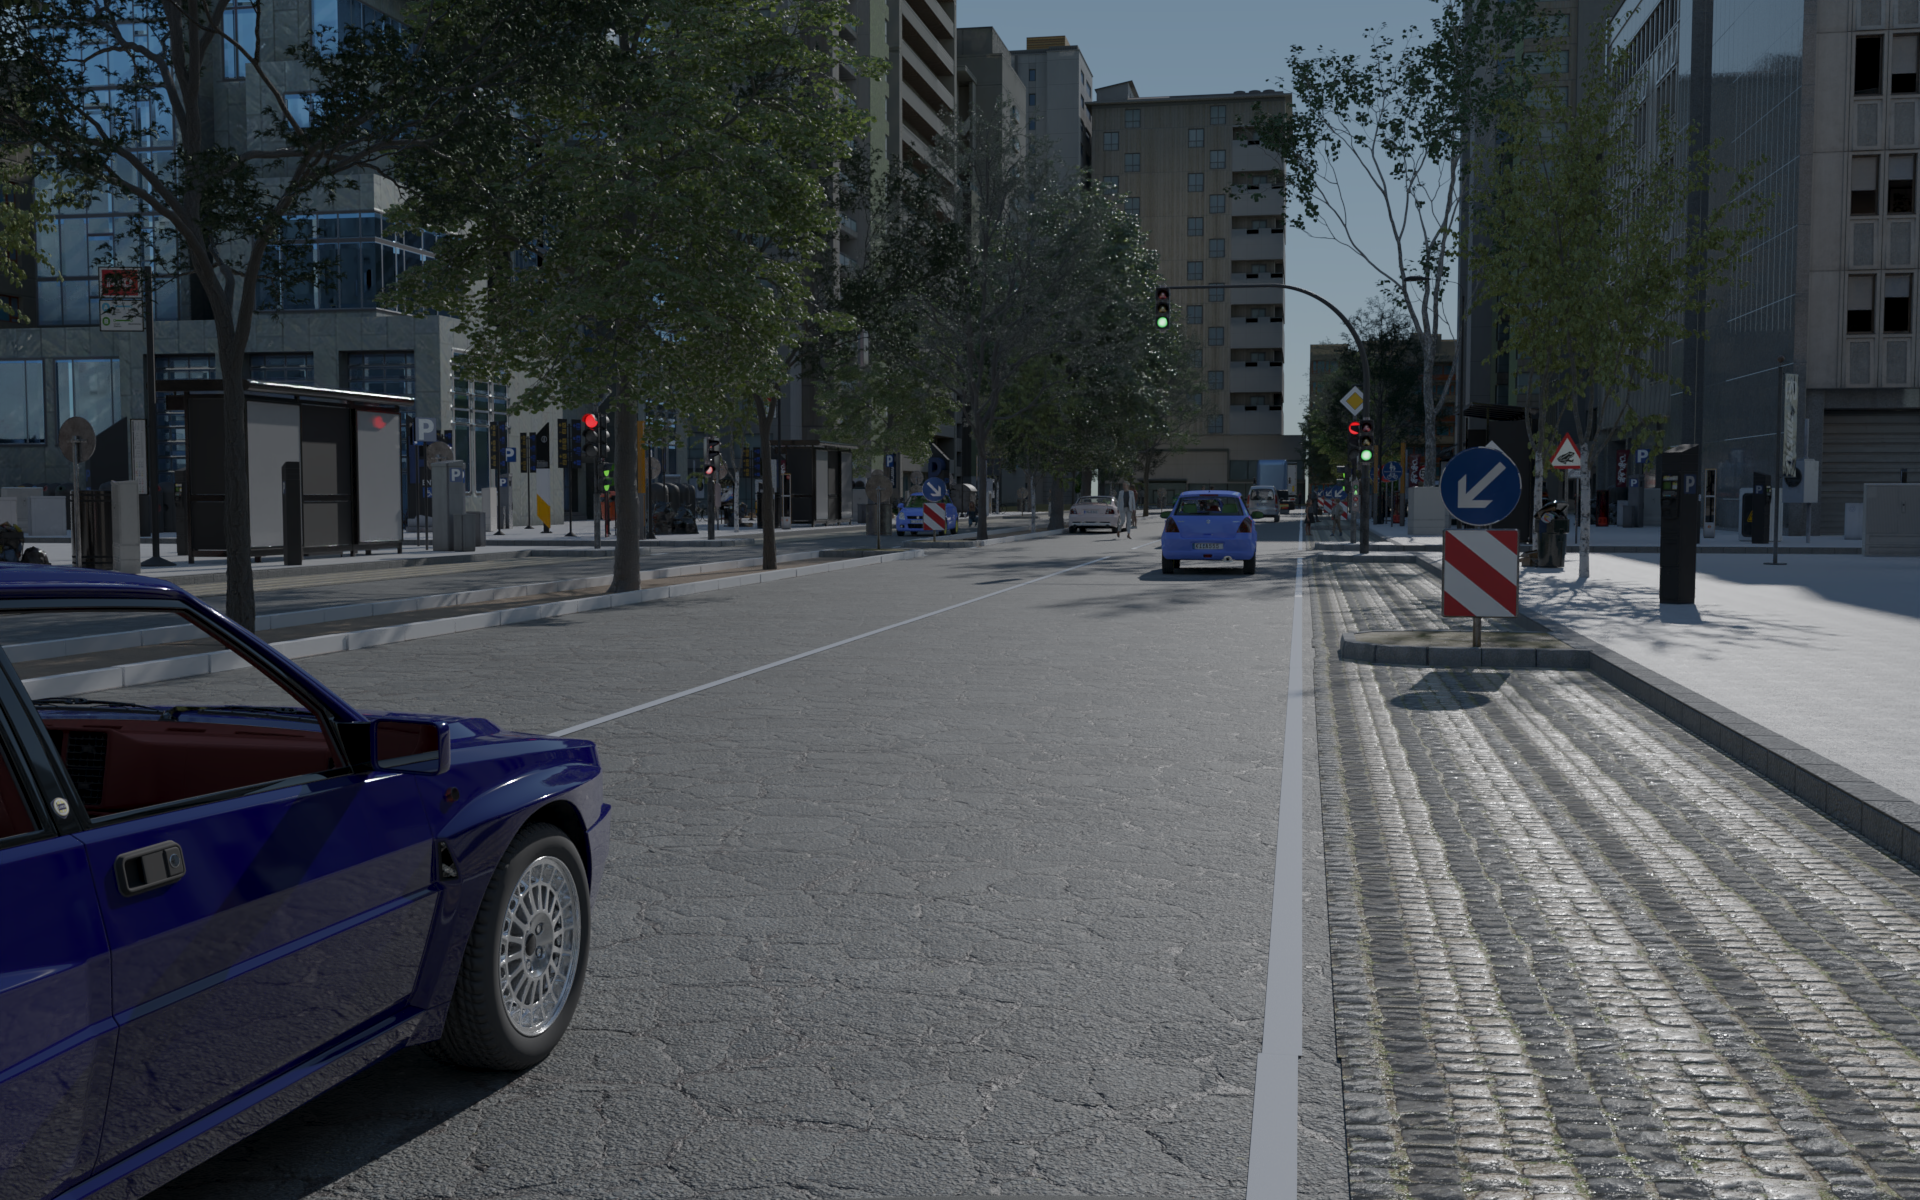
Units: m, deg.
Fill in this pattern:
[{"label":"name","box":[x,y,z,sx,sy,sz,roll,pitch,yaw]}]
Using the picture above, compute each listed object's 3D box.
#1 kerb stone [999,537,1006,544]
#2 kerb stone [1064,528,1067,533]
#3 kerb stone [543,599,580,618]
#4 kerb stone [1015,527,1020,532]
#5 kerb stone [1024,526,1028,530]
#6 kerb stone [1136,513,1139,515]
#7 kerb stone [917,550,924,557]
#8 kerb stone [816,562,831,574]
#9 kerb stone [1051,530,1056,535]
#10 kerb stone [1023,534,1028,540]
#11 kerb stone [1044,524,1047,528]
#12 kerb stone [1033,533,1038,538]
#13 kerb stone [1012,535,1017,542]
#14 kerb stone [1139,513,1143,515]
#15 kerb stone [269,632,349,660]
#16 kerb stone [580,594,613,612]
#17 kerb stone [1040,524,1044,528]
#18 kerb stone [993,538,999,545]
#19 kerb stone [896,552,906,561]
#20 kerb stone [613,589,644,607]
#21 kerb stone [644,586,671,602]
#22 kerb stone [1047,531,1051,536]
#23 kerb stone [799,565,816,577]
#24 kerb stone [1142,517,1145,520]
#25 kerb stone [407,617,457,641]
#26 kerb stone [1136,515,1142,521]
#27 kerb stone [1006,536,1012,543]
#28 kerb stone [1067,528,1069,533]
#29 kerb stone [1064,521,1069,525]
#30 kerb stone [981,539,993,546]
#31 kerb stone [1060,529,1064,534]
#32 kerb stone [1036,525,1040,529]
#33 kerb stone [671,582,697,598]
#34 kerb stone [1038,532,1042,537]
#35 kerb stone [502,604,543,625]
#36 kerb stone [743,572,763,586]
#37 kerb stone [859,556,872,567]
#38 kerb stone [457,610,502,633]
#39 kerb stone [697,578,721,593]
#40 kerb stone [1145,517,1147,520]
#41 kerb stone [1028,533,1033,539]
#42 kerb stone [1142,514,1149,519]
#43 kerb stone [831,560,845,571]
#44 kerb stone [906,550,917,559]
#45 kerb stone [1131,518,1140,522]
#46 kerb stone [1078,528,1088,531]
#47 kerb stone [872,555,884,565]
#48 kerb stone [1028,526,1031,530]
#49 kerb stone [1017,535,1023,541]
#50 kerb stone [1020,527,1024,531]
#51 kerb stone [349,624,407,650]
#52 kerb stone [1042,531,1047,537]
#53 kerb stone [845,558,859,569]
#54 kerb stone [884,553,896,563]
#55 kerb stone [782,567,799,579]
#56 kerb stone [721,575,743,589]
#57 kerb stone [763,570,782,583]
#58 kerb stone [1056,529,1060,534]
[{"label":"kerb stone","box":[1.104,-1.707,50.097,0.120,0.150,1.000,1,4,11]},{"label":"kerb stone","box":[3.703,-2.508,63.209,0.120,0.150,1.000,1,4,11]},{"label":"kerb stone","box":[-4.769,0.111,20.381,0.120,0.150,1.000,1,4,11]},{"label":"kerb stone","box":[2.027,-2.655,65.599,0.120,0.150,1.000,1,4,11]},{"label":"kerb stone","box":[2.433,-2.778,67.611,0.120,0.150,1.000,1,4,11]},{"label":"kerb stone","box":[11.371,-5.542,112.855,0.120,0.150,1.000,1,4,11]},{"label":"kerb stone","box":[-0.981,-1.057,39.476,0.120,0.150,1.000,1,4,11]},{"label":"kerb stone","box":[-2.582,-0.559,31.434,0.120,0.150,1.000,1,4,11]},{"label":"kerb stone","box":[3.111,-2.321,60.185,0.120,0.150,1.000,1,4,11]},{"label":"kerb stone","box":[1.902,-1.953,54.128,0.120,0.150,1.000,1,4,11]},{"label":"kerb stone","box":[3.428,-3.084,72.630,0.120,0.150,1.000,1,4,11]},{"label":"kerb stone","box":[2.305,-2.074,56.142,0.120,0.150,1.000,1,4,11]},{"label":"kerb stone","box":[1.504,-1.829,52.118,0.120,0.150,1.000,1,4,11]},{"label":"kerb stone","box":[12.175,-5.788,116.880,0.120,0.150,1.000,1,4,11]},{"label":"kerb stone","box":[-5.769,0.418,15.357,0.120,0.150,1.000,1,4,11]},{"label":"kerb stone","box":[-4.569,0.051,21.392,0.120,0.150,1.000,1,4,11]},{"label":"kerb stone","box":[3.223,-3.017,71.624,0.120,0.150,1.000,1,4,11]},{"label":"kerb stone","box":[0.903,-1.645,49.094,0.120,0.150,1.000,1,4,11]},{"label":"kerb stone","box":[-1.386,-0.933,37.466,0.120,0.150,1.000,1,4,11]},{"label":"kerb stone","box":[-4.366,-0.012,22.394,0.120,0.150,1.000,1,4,11]},{"label":"kerb stone","box":[-4.171,-0.074,23.403,0.120,0.150,1.000,1,4,11]},{"label":"kerb stone","box":[2.902,-2.262,59.184,0.120,0.150,1.000,1,4,11]},{"label":"kerb stone","box":[-2.779,-0.496,30.429,0.120,0.150,1.000,1,4,11]},{"label":"kerb stone","box":[9.864,-4.416,94.395,0.120,0.150,1.000,1,4,11]},{"label":"kerb stone","box":[-5.361,0.295,17.364,0.120,0.150,1.000,1,4,11]},{"label":"kerb stone","box":[9.476,-4.293,92.379,0.120,0.150,1.000,1,4,11]},{"label":"kerb stone","box":[1.308,-1.764,51.115,0.120,0.150,1.000,1,4,11]},{"label":"kerb stone","box":[3.907,-2.570,64.211,0.120,0.150,1.000,1,4,11]},{"label":"kerb stone","box":[5.010,-3.578,80.688,0.120,0.150,1.000,1,4,11]},{"label":"kerb stone","box":[0.709,-1.583,48.089,0.120,0.150,1.000,1,4,11]},{"label":"kerb stone","box":[3.500,-2.445,62.192,0.120,0.150,1.000,1,4,11]},{"label":"kerb stone","box":[3.023,-2.962,70.621,0.120,0.150,1.000,1,4,11]},{"label":"kerb stone","box":[-3.967,-0.135,24.404,0.120,0.150,1.000,1,4,11]},{"label":"kerb stone","box":[2.500,-2.139,57.162,0.120,0.150,1.000,1,4,11]},{"label":"kerb stone","box":[-4.963,0.173,19.369,0.120,0.150,1.000,1,4,11]},{"label":"kerb stone","box":[-3.373,-0.320,27.420,0.120,0.150,1.000,1,4,11]},{"label":"kerb stone","box":[-1.988,-0.749,34.452,0.120,0.150,1.000,1,4,11]},{"label":"kerb stone","box":[-5.165,0.238,18.367,0.120,0.150,1.000,1,4,11]},{"label":"kerb stone","box":[-3.771,-0.196,25.411,0.120,0.150,1.000,1,4,11]},{"label":"kerb stone","box":[10.059,-4.478,95.408,0.120,0.150,1.000,1,4,11]},{"label":"kerb stone","box":[2.107,-2.015,55.139,0.120,0.150,1.000,1,4,11]},{"label":"kerb stone","box":[10.263,-4.539,96.410,0.120,0.150,1.000,1,4,11]},{"label":"kerb stone","box":[-2.382,-0.626,32.436,0.120,0.150,1.000,1,4,11]},{"label":"kerb stone","box":[-1.186,-0.992,38.470,0.120,0.150,1.000,1,4,11]},{"label":"kerb stone","box":[9.263,-4.231,91.379,0.120,0.150,1.000,1,4,11]},{"label":"kerb stone","box":[4.883,-2.875,69.241,0.120,0.150,1.000,1,4,11]},{"label":"kerb stone","box":[-1.794,-0.811,35.463,0.120,0.150,1.000,1,4,11]},{"label":"kerb stone","box":[2.627,-2.839,68.615,0.120,0.150,1.000,1,4,11]},{"label":"kerb stone","box":[1.707,-1.892,53.124,0.120,0.150,1.000,1,4,11]},{"label":"kerb stone","box":[2.230,-2.713,66.608,0.120,0.150,1.000,1,4,11]},{"label":"kerb stone","box":[-5.555,0.357,16.357,0.120,0.150,1.000,1,4,11]},{"label":"kerb stone","box":[2.706,-2.198,58.164,0.120,0.150,1.000,1,4,11]},{"label":"kerb stone","box":[-2.179,-0.688,33.448,0.120,0.150,1.000,1,4,11]},{"label":"kerb stone","box":[-1.585,-0.873,36.463,0.120,0.150,1.000,1,4,11]},{"label":"kerb stone","box":[-2.984,-0.441,29.428,0.120,0.150,1.000,1,4,11]},{"label":"kerb stone","box":[-3.572,-0.258,26.417,0.120,0.150,1.000,1,4,11]},{"label":"kerb stone","box":[-3.169,-0.381,28.421,0.120,0.150,1.000,1,4,11]},{"label":"kerb stone","box":[3.300,-2.383,61.190,0.120,0.150,1.000,1,4,11]}]
